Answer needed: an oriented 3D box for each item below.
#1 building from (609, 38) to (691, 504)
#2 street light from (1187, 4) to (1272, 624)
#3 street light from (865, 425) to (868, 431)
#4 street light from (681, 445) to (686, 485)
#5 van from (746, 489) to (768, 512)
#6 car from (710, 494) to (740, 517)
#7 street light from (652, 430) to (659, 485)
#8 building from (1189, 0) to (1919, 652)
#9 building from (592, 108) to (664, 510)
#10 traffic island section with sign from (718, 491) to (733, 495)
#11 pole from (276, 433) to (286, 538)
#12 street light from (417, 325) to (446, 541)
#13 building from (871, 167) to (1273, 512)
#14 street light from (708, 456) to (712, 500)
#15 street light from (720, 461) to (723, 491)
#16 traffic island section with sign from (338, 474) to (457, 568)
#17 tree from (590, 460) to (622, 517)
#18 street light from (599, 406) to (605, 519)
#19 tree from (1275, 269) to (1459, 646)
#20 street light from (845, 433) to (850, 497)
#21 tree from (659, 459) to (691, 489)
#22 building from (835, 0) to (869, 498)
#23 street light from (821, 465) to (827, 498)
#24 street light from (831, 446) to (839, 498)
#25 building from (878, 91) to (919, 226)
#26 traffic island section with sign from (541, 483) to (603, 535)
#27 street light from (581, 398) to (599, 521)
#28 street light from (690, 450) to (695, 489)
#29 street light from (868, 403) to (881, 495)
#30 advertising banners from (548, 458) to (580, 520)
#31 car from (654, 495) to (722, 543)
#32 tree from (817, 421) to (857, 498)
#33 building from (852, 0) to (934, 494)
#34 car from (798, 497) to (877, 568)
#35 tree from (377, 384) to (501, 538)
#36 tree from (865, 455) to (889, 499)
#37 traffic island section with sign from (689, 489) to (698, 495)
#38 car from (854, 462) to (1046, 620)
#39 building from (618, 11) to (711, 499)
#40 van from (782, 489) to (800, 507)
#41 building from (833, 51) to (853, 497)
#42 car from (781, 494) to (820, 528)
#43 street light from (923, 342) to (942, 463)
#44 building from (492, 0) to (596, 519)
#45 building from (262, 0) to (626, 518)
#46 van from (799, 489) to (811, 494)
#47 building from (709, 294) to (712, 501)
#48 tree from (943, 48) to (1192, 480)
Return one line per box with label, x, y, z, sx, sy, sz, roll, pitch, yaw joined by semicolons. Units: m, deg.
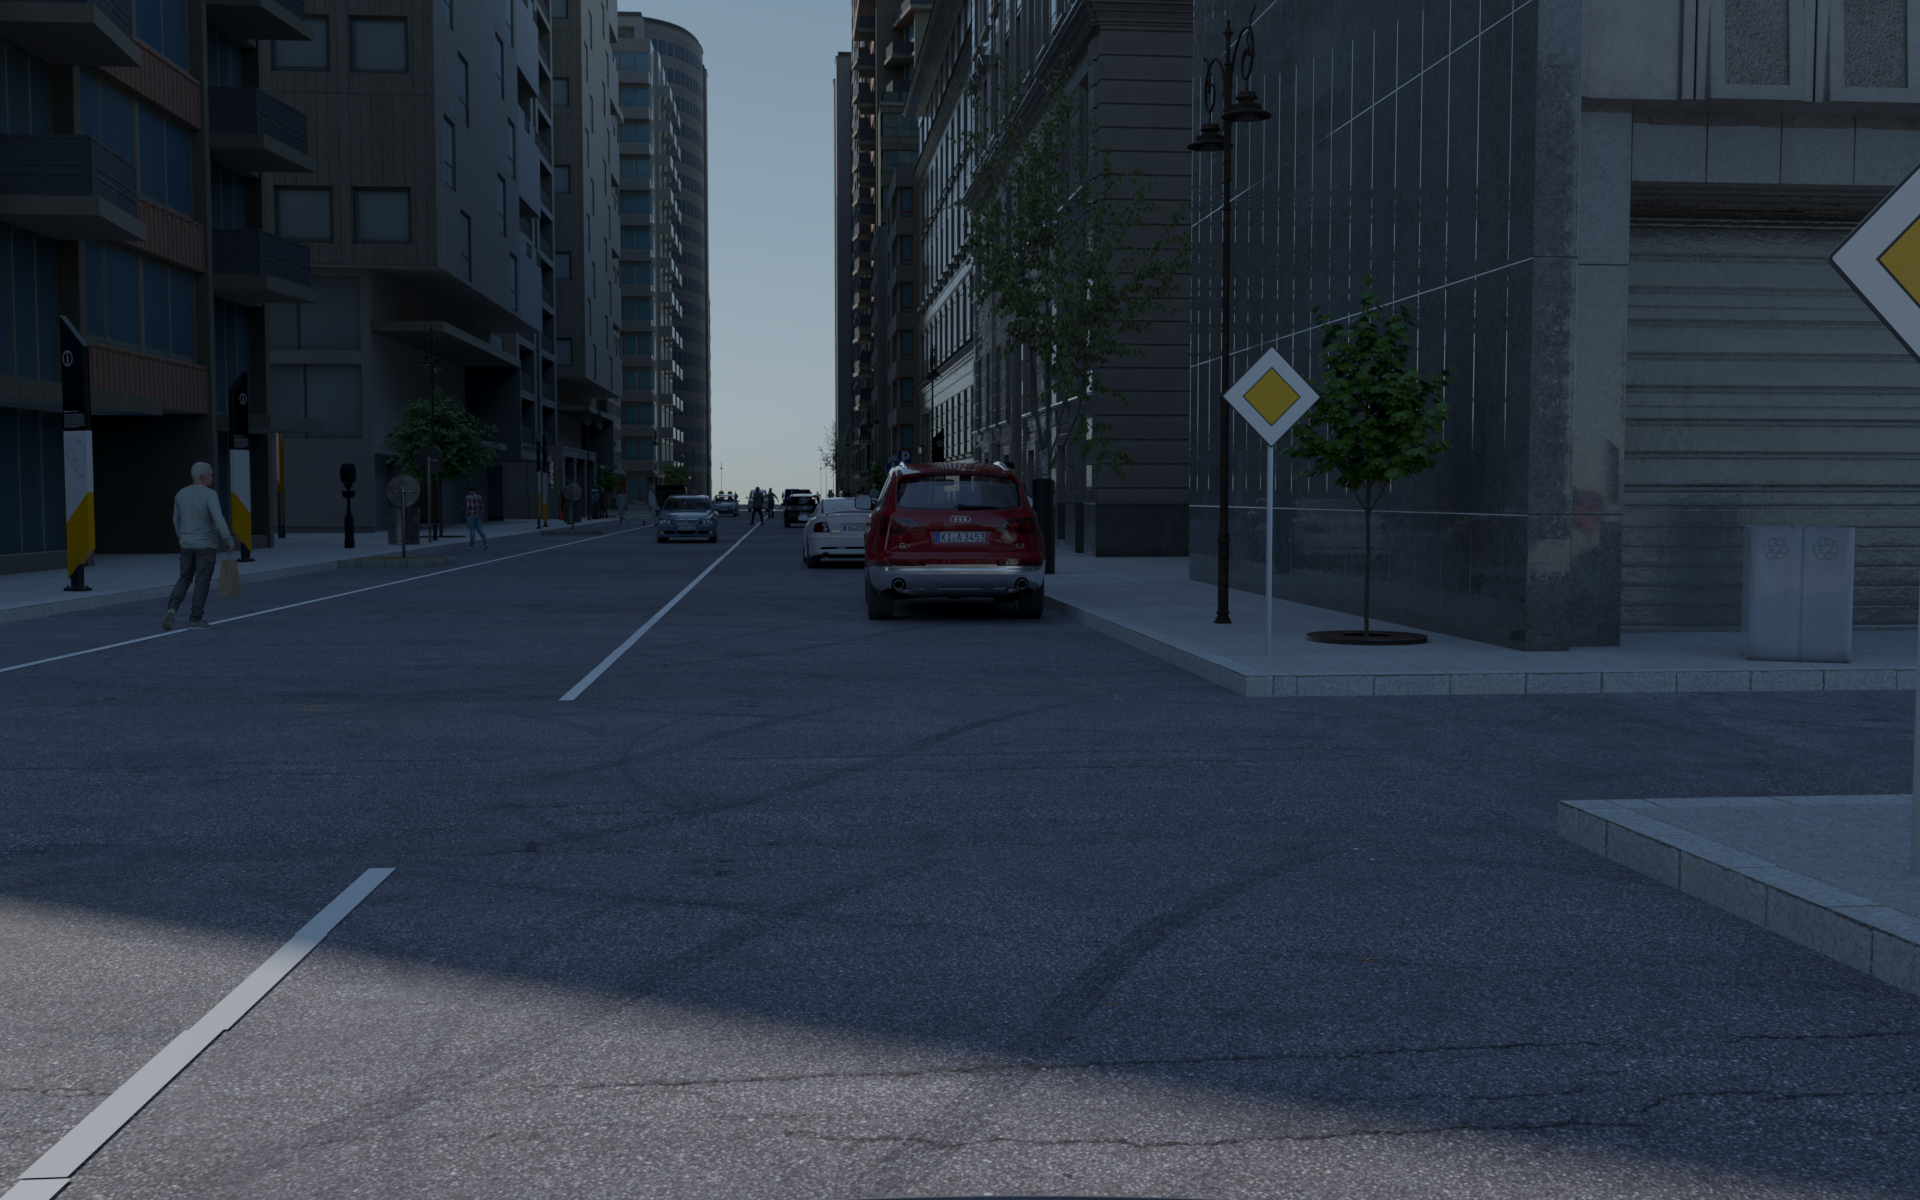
building;-41.465;-34.581;185.000;23.786;49.044;30.456;0;4;-6
street light;2.612;-2.706;17.029;0.468;5.910;1.993;0;4;-6
street light;-4.860;-7.364;93.186;0.468;5.910;1.993;0;4;-6
street light;-25.385;-11.412;159.366;0.468;5.910;1.993;0;4;-6
van;-16.416;-8.194;140.979;2.013;2.044;4.112;0;4;-5
car;-14.983;-6.008;110.236;2.014;1.417;4.499;0;4;-5
street light;-21.842;-9.273;124.406;0.468;5.910;1.993;0;4;-6
building;13.909;-12.370;20.265;19.932;24.808;12.078;0;4;-6
building;-41.855;-27.794;146.313;32.217;40.220;23.993;0;4;-6
traffic island section with sign;-26.649;-11.339;194.020;1.989;1.847;2.006;0;4;-6
pole;-19.712;-3.451;50.259;0.158;3.312;0.155;0;3;0
street light;-14.434;-4.567;47.458;0.468;5.910;1.993;0;4;-6
building;8.982;-16.053;107.506;27.650;21.520;28.899;0;4;-6
street light;-30.030;-14.395;208.146;0.468;5.910;1.993;0;4;-6
street light;-33.548;-16.568;243.678;0.468;5.910;1.993;0;4;-6
traffic island section with sign;-11.114;-1.577;34.410;1.989;1.847;2.006;0;4;-6
tree;-19.925;-6.296;97.539;1.663;3.219;1.824;0;3;0
street light;-18.467;-7.094;88.774;0.468;5.910;1.993;0;4;-6
tree;3.426;-1.251;15.060;1.663;3.219;1.824;0;3;0
street light;-8.318;-9.530;128.606;0.468;5.910;1.993;0;4;-6
tree;-26.944;-10.995;163.489;4.285;4.588;4.351;0;3;0
building;-4.641;-47.125;208.750;20.563;71.187;20.611;0;4;-6
street light;-16.356;-14.608;211.631;0.468;5.910;1.993;0;4;-6
street light;-12.904;-12.475;176.751;0.468;5.910;1.993;0;4;-6
building;0.873;-21.816;128.390;14.160;30.474;14.107;0;4;-6
traffic island section with sign;-13.754;-3.236;61.536;1.989;1.847;2.006;0;4;-6
street light;-18.014;-6.797;83.911;0.468;5.910;1.993;0;4;-6
street light;-26.626;-12.244;172.980;0.468;5.910;1.993;0;4;-6
street light;-4.249;-7.025;87.649;0.468;5.910;1.993;0;4;-6
advertising banners;-19.352;-5.393;84.367;2.074;3.025;0.090;2;4;30
car;-8.200;-2.463;52.269;2.014;1.417;4.499;0;4;-7
tree;-11.957;-13.499;171.075;4.360;8.622;3.978;0;3;0
building;2.012;-30.275;149.612;22.147;44.769;28.867;0;4;-6
car;-2.215;-1.386;35.020;2.083;1.381;4.827;0;4;-7
tree;-15.543;-4.147;51.518;4.285;4.588;4.351;0;3;0
tree;-4.124;-5.533;85.065;1.663;3.219;1.824;0;3;0
traffic island section with sign;-21.258;-7.951;138.633;1.989;1.847;2.006;0;4;-6
car;-0.157;-0.777;21.370;2.281;1.827;5.304;0;4;-4
building;-42.305;-41.122;214.348;21.231;58.520;28.212;0;4;-6
van;-19.407;-11.952;199.804;2.240;2.365;5.245;0;4;-7
building;-6.416;-42.302;233.644;21.231;58.520;28.212;0;4;-6
car;-6.770;-3.996;75.124;2.009;1.686;4.222;0;4;-6
street light;-0.838;-4.892;52.769;0.468;5.910;1.993;0;4;-6
building;-31.242;-40.161;94.878;20.563;71.187;20.611;0;4;-6
building;-38.282;-32.473;120.180;28.713;52.752;27.495;0;4;-6
van;-19.829;-13.154;219.452;2.240;2.365;5.245;0;4;-6
building;-41.376;-28.429;236.514;14.160;30.474;14.107;0;4;-6
tree;1.621;-4.816;29.102;4.737;8.622;4.395;0;3;0
